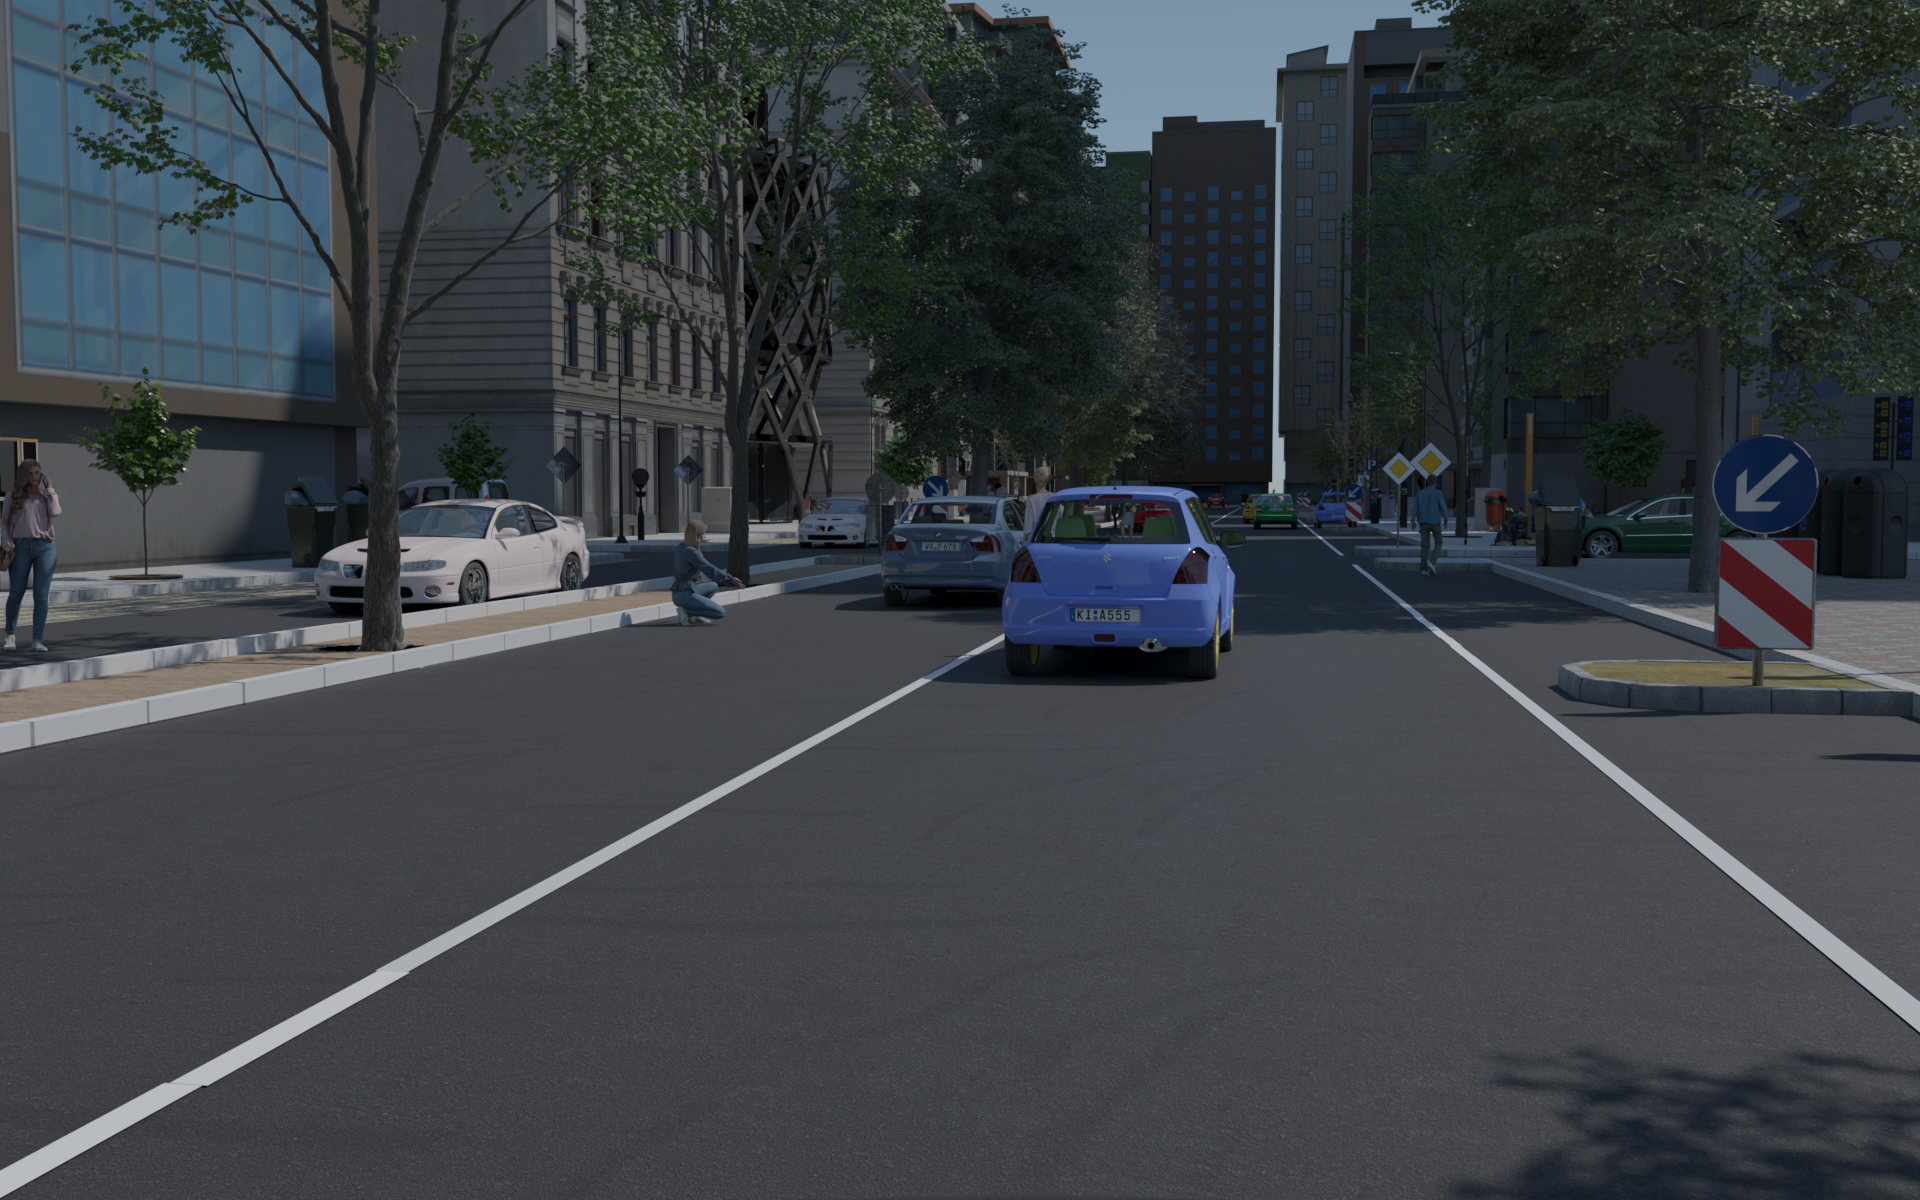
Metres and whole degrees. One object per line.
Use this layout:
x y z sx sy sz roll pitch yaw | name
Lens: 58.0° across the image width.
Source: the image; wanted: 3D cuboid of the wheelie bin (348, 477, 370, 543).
-10.992 -1.471 31.959 0.693 1.594 0.980 -1 4 -10 | wheelie bin

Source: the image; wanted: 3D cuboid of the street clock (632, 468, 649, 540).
-8.876 -2.665 48.149 0.471 2.002 0.358 -1 4 -14 | street clock

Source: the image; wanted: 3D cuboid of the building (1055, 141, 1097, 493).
6.686 -30.755 186.443 14.086 41.232 14.154 1 4 10 | building

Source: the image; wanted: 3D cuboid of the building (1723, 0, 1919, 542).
38.449 -30.866 46.652 28.212 58.520 21.231 1 4 10 | building

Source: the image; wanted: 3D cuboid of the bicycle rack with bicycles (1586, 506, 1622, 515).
19.029 -2.356 51.902 2.925 0.926 2.852 0 4 -4 | bicycle rack with bicycles

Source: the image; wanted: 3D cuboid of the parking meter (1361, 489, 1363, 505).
21.762 -5.181 93.115 0.372 1.533 0.369 0 3 0 | parking meter

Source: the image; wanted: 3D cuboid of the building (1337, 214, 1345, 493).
46.194 -24.897 178.773 14.160 30.474 14.107 1 4 10 | building

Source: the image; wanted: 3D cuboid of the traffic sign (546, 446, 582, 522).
-8.353 -2.012 36.533 0.795 2.450 0.064 1 4 10 | traffic sign

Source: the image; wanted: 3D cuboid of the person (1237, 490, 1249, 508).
29.637 -10.585 181.502 1.348 1.831 0.705 0 4 -5 | person

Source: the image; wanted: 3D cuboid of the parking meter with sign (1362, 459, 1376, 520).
20.653 -5.584 87.557 0.543 3.016 1.738 0 4 4 | parking meter with sign

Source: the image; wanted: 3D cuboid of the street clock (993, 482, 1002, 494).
2.307 -6.227 106.387 0.471 2.002 0.358 -1 4 -12 | street clock

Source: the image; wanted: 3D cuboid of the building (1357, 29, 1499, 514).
49.838 -27.659 144.113 32.217 40.220 23.993 1 4 10 | building

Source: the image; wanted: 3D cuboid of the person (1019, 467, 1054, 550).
1.114 -0.655 19.884 0.731 1.740 0.598 -3 5 -42 | person

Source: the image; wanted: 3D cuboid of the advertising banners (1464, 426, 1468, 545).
12.881 -2.927 44.039 0.090 3.025 2.074 1 4 16 | advertising banners

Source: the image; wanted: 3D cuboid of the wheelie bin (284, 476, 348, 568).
-11.385 -1.371 30.325 0.693 1.594 0.980 1 4 19 | wheelie bin

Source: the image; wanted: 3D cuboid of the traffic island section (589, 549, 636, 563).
-8.378 -0.876 36.599 2.009 0.180 2.903 1 4 10 | traffic island section

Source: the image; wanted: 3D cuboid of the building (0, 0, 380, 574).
-20.652 -23.269 30.555 14.200 45.320 14.600 1 4 10 | building

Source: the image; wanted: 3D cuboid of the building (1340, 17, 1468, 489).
43.850 -31.453 164.364 14.600 45.320 14.200 1 4 10 | building

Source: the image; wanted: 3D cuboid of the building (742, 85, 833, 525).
-14.273 -12.694 75.000 16.820 18.784 16.811 1 4 10 | building

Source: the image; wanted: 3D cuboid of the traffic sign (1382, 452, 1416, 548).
10.457 -2.304 41.314 0.795 2.450 0.064 1 4 10 | traffic sign

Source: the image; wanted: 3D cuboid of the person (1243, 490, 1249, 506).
25.226 -8.807 152.516 0.705 1.821 1.348 -2 4 -24 | person

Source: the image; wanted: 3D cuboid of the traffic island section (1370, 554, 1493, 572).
9.094 -0.688 33.523 2.009 0.180 2.903 1 4 10 | traffic island section

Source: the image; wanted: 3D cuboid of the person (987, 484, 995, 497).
1.213 -3.700 68.861 0.748 1.841 0.638 -2 4 -33 | person

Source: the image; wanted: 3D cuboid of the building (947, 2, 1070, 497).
-1.773 -30.864 159.244 22.147 44.769 28.867 1 4 10 | building

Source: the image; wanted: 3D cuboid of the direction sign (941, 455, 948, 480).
-0.892 -6.462 97.649 0.379 3.537 0.876 -2 4 -24 | direction sign

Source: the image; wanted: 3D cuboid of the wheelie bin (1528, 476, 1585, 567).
10.564 -1.399 30.778 0.980 1.594 0.693 0 4 0 | wheelie bin

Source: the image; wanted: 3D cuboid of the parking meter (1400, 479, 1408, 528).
16.914 -3.686 65.970 0.255 1.863 0.399 1 4 13 | parking meter

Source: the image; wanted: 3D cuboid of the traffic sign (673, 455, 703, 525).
-6.966 -2.493 44.397 0.795 2.450 0.064 1 4 10 | traffic sign

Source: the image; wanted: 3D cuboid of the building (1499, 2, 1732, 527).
29.247 -18.350 71.719 14.160 30.474 14.107 1 4 10 | building

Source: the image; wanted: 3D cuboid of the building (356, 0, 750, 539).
-14.037 -12.653 56.033 9.793 20.994 18.267 1 4 10 | building

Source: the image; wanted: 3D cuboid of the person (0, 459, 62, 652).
-8.566 -0.415 15.872 0.593 1.750 0.643 -2 4 -30 | person

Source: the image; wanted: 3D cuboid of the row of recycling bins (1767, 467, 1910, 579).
14.064 -1.266 27.807 1.069 1.692 3.534 0 4 2 | row of recycling bins

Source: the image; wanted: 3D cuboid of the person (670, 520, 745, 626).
-2.856 -0.313 19.120 0.738 1.151 1.012 -1 4 -21 | person

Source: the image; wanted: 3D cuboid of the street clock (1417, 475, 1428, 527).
17.767 -3.782 66.413 0.358 2.002 0.471 -2 4 -24 | street clock

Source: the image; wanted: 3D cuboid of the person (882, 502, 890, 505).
-2.456 -2.754 54.539 0.512 1.701 0.522 0 4 -8 | person

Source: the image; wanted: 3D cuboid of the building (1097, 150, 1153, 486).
16.497 -32.203 210.112 14.086 41.232 14.154 1 4 10 | building

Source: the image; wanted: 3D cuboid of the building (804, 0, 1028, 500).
-11.412 -27.023 133.712 32.217 40.220 23.993 1 4 10 | building

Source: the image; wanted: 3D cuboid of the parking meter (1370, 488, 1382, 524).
17.995 -4.078 75.087 0.372 1.533 0.369 0 3 0 | parking meter

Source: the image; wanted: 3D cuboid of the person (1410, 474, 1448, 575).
8.245 -1.320 30.418 0.601 1.785 0.444 2 4 32 | person

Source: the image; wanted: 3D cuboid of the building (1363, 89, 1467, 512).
36.916 -21.754 127.374 14.160 30.474 14.107 1 4 10 | building

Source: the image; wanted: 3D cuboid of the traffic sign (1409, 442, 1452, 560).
9.069 -1.823 33.450 0.795 2.450 0.064 1 4 10 | traffic sign

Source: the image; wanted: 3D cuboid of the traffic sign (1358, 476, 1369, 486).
22.026 -5.654 94.568 0.606 2.300 0.079 1 4 17 | traffic sign

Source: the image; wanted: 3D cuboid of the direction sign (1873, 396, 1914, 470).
21.636 -2.949 40.216 0.379 3.537 0.876 -3 4 -36 | direction sign

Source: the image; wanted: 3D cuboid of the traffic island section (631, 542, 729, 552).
-6.990 -1.357 44.463 2.009 0.180 2.903 1 4 10 | traffic island section

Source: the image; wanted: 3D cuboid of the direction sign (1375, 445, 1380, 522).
19.103 -5.351 79.484 0.379 3.537 0.876 1 4 12 | direction sign

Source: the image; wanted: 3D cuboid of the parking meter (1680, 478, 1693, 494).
26.054 -3.452 62.145 0.255 1.863 0.399 0 4 -8 | parking meter

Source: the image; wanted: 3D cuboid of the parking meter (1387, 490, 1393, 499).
27.486 -6.253 110.644 0.372 1.533 0.369 0 3 0 | parking meter

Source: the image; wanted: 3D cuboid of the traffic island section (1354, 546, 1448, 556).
10.481 -1.169 41.387 2.009 0.180 2.903 1 4 10 | traffic island section

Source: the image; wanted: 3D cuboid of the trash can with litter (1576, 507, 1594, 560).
11.690 -1.353 33.513 1.055 1.170 0.624 -2 4 -34 | trash can with litter

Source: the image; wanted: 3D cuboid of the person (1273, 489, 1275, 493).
25.083 -7.937 138.357 1.348 1.812 0.705 -1 4 -23 | person

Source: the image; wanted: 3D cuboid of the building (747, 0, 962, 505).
-8.705 -19.111 99.847 14.401 28.519 23.554 1 4 10 | building

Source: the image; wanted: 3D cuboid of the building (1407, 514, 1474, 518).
42.408 -24.926 99.413 32.217 40.220 23.993 1 4 10 | building

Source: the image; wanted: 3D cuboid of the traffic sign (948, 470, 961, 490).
-0.313 -5.700 93.297 0.768 2.556 0.104 1 4 17 | traffic sign
